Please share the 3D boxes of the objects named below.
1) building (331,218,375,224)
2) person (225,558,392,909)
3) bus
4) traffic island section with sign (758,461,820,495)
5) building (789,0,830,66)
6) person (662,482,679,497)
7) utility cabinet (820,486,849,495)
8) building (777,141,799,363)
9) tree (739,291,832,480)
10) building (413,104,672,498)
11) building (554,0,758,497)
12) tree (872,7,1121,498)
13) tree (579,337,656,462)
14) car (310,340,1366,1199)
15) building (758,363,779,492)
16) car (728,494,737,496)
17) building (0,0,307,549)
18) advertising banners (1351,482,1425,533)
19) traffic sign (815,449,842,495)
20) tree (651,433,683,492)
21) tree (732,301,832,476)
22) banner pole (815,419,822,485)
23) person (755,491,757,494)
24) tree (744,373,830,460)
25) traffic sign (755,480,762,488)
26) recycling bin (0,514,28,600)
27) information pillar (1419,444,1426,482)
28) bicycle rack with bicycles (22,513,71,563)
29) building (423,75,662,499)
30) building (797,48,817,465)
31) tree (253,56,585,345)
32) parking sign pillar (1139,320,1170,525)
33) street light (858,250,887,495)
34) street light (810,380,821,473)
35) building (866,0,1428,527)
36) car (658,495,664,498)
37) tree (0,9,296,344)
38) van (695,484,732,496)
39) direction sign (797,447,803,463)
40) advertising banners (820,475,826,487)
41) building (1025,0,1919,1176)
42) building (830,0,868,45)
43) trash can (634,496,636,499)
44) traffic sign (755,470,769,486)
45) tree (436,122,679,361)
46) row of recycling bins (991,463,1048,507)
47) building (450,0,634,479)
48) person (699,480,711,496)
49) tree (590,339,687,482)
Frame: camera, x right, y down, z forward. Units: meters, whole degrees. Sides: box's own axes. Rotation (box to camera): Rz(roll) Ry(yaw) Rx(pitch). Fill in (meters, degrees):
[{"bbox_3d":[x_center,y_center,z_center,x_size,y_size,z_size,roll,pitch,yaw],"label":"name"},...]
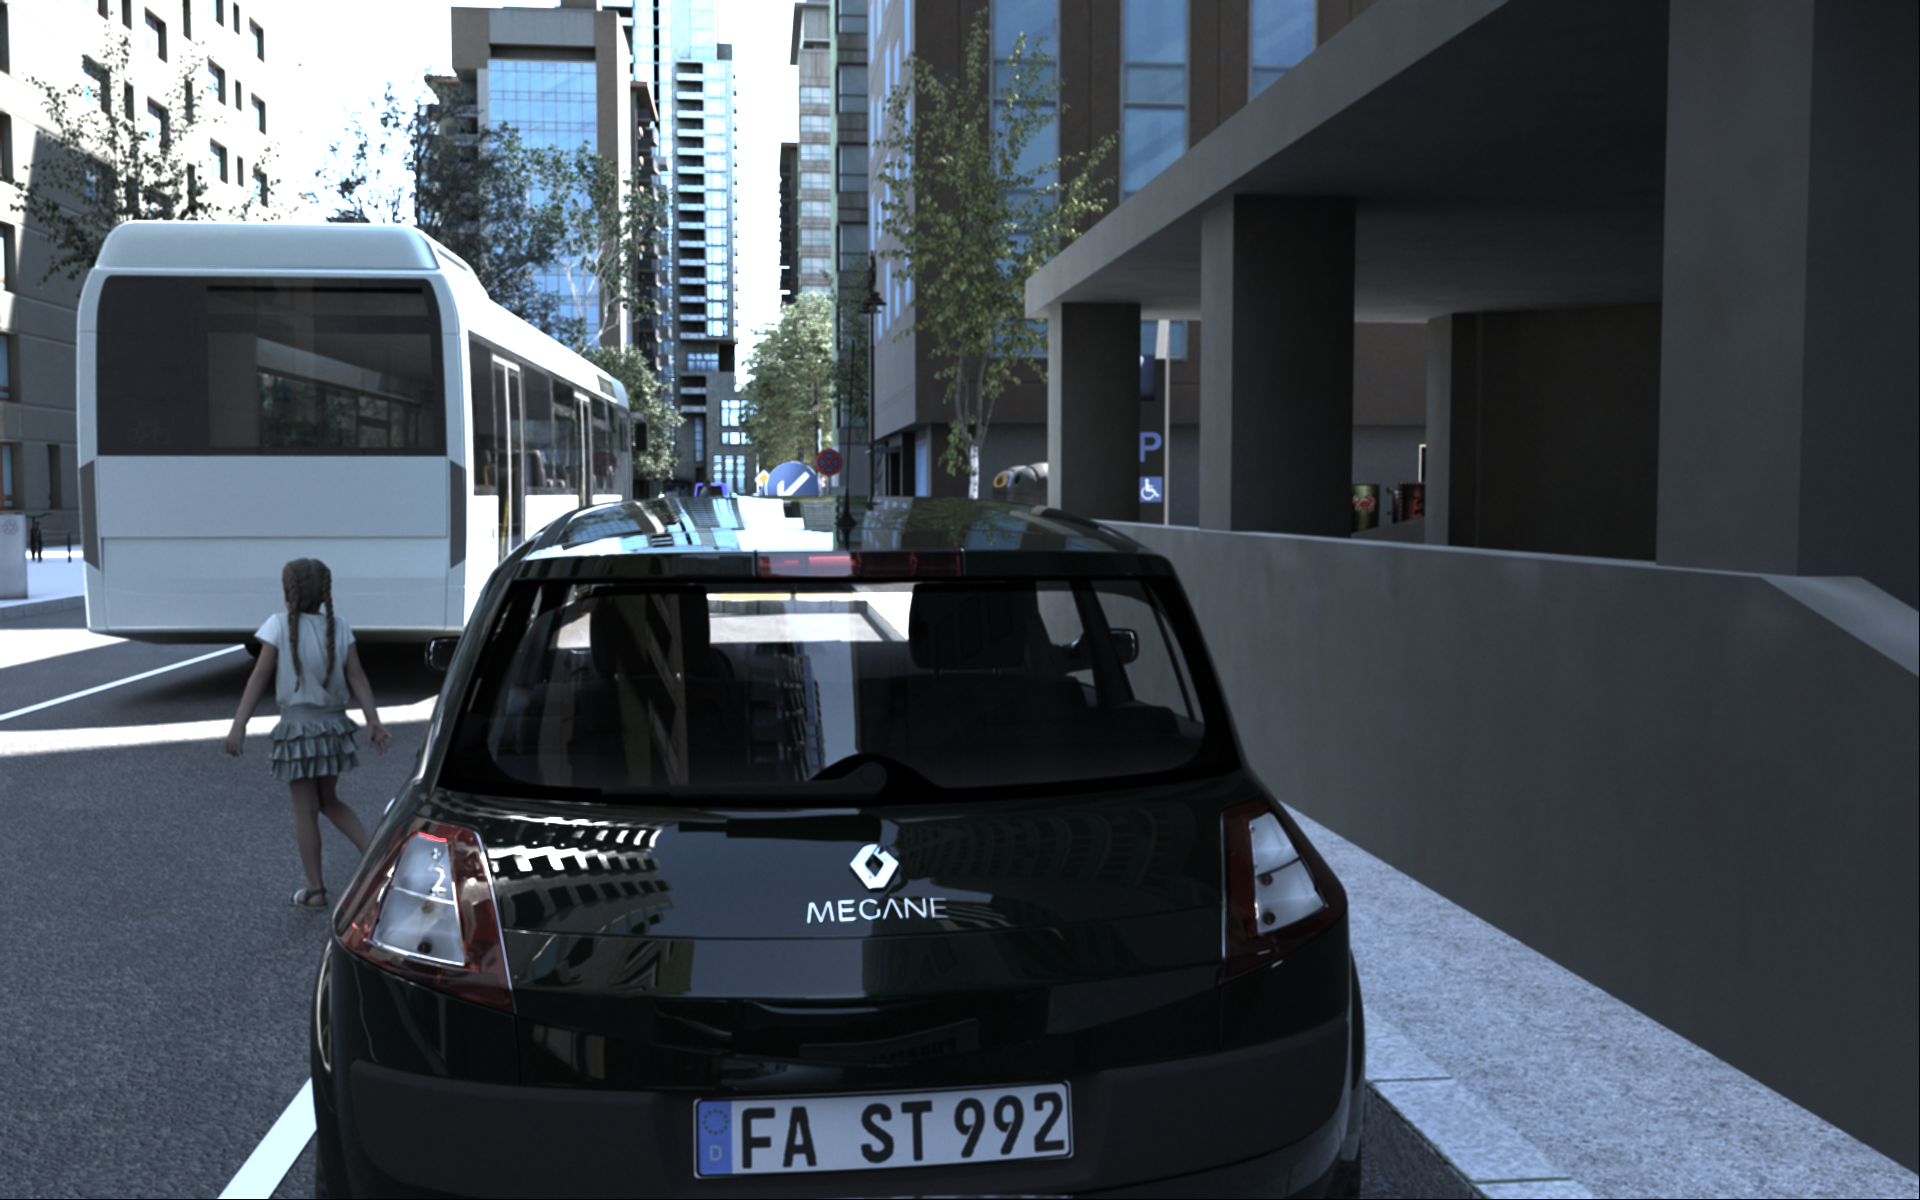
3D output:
[{"bbox_3d":[-86.333,-33.880,245.814,23.993,40.220,32.217,0,4,-7],"label":"building"},{"bbox_3d":[-2.233,0.464,5.937,0.382,1.210,0.505,3,5,43],"label":"person"},{"bbox_3d":[-5.285,-1.437,18.353,2.948,3.499,13.247,0,4,-5],"label":"bus"},{"bbox_3d":[-2.206,-0.797,21.651,1.989,1.847,2.006,0,4,-7],"label":"traffic island section with sign"},{"bbox_3d":[-3.509,-36.467,185.480,28.713,52.752,27.495,0,4,-7],"label":"building"},{"bbox_3d":[-8.172,-2.458,49.041,0.532,1.782,0.716,3,5,44],"label":"person"},{"bbox_3d":[-3.724,-2.560,50.531,0.318,1.500,1.173,2,4,34],"label":"utility cabinet"},{"bbox_3d":[-11.210,-34.164,213.210,22.147,44.769,28.867,0,4,-7],"label":"building"},{"bbox_3d":[-8.640,-10.963,97.371,7.486,12.596,7.792,0,3,0],"label":"tree"},{"bbox_3d":[-51.267,-36.300,213.113,30.456,49.044,23.786,0,4,-7],"label":"building"},{"bbox_3d":[-44.505,-57.018,244.912,31.000,86.520,22.319,0,4,-7],"label":"building"},{"bbox_3d":[0.403,-4.712,27.399,4.737,8.622,4.395,0,3,0],"label":"tree"},{"bbox_3d":[-22.084,-10.353,103.691,8.767,10.594,7.601,1,4,14],"label":"tree"},{"bbox_3d":[-0.397,0.331,4.380,2.009,1.686,4.222,-1,4,-8],"label":"car"},{"bbox_3d":[-15.000,-24.950,252.973,28.899,21.520,27.650,0,4,-7],"label":"building"},{"bbox_3d":[-18.805,-8.074,140.812,1.959,1.807,4.718,0,4,-8],"label":"car"},{"bbox_3d":[-37.720,-12.596,50.976,28.899,21.520,27.650,0,4,-7],"label":"building"},{"bbox_3d":[5.918,-1.614,22.585,2.074,3.025,0.090,-1,4,-16],"label":"advertising banners"},{"bbox_3d":[-3.712,-2.991,49.003,0.768,2.556,0.104,0,4,-6],"label":"traffic sign"},{"bbox_3d":[-33.937,-15.229,199.357,4.737,8.622,4.395,0,3,0],"label":"tree"},{"bbox_3d":[-10.280,-12.594,112.565,9.857,13.997,8.962,0,3,0],"label":"tree"},{"bbox_3d":[-4.724,-4.155,57.958,0.401,3.779,0.863,-1,4,-18],"label":"banner pole"},{"bbox_3d":[-18.789,-9.124,158.205,0.750,1.759,0.617,1,4,14],"label":"person"},{"bbox_3d":[-11.717,-11.658,125.016,8.767,10.594,7.601,0,4,7],"label":"tree"},{"bbox_3d":[-8.900,-4.578,78.498,0.795,2.450,0.064,0,4,-7],"label":"traffic sign"},{"bbox_3d":[-11.883,-0.530,21.226,0.722,1.027,0.722,-2,4,-35],"label":"recycling bin"},{"bbox_3d":[7.012,-1.296,25.679,0.304,2.012,0.304,-3,4,-36],"label":"information pillar"},{"bbox_3d":[-17.925,-1.155,32.267,2.852,0.926,2.925,-3,5,-43],"label":"bicycle rack with bicycles"},{"bbox_3d":[-42.677,-32.106,179.558,22.147,44.769,28.867,0,4,-7],"label":"building"},{"bbox_3d":[-8.236,-29.362,163.670,14.154,41.232,14.086,0,4,-7],"label":"building"},{"bbox_3d":[-15.334,-8.423,48.093,12.009,13.543,11.850,0,3,0],"label":"tree"},{"bbox_3d":[2.662,-2.173,23.995,1.447,3.967,1.447,1,4,9],"label":"parking sign pillar"},{"bbox_3d":[-1.669,-3.685,33.034,0.468,5.910,1.993,0,4,-7],"label":"street light"},{"bbox_3d":[-5.848,-5.966,70.327,0.468,5.910,1.993,0,4,-7],"label":"street light"},{"bbox_3d":[5.149,-23.893,40.759,14.600,45.320,14.200,0,4,-7],"label":"building"},{"bbox_3d":[-20.295,-6.613,120.488,2.083,1.381,4.827,0,4,-5],"label":"car"},{"bbox_3d":[-12.812,-4.719,27.526,4.360,8.622,3.978,0,3,0],"label":"tree"},{"bbox_3d":[-14.851,-6.079,103.773,2.240,2.365,5.245,0,4,-5],"label":"van"},{"bbox_3d":[-7.769,-5.631,84.071,0.379,3.537,0.876,-1,4,-23],"label":"direction sign"},{"bbox_3d":[-11.222,-8.367,132.983,2.074,3.025,0.090,0,4,-4],"label":"advertising banners"},{"bbox_3d":[17.162,-19.418,9.367,32.217,40.220,23.993,0,4,-7],"label":"building"},{"bbox_3d":[2.226,-23.193,62.795,14.154,41.232,14.086,0,4,-7],"label":"building"},{"bbox_3d":[-28.037,-8.362,148.377,0.748,1.137,0.748,0,3,0],"label":"trash can"},{"bbox_3d":[-7.970,-4.093,70.567,0.795,2.450,0.064,0,4,-7],"label":"traffic sign"},{"bbox_3d":[-20.830,-14.239,88.701,12.611,20.169,13.585,0,3,0],"label":"tree"},{"bbox_3d":[1.045,-1.047,24.233,1.069,1.692,3.534,0,4,-4],"label":"row of recycling bins"},{"bbox_3d":[-37.534,-31.084,158.341,14.600,45.320,14.200,0,4,-7],"label":"building"},{"bbox_3d":[-6.749,-2.287,46.014,0.853,1.813,0.709,-1,4,-15],"label":"person"},{"bbox_3d":[-25.197,-12.964,128.970,9.611,12.733,9.660,0,3,0],"label":"tree"}]
